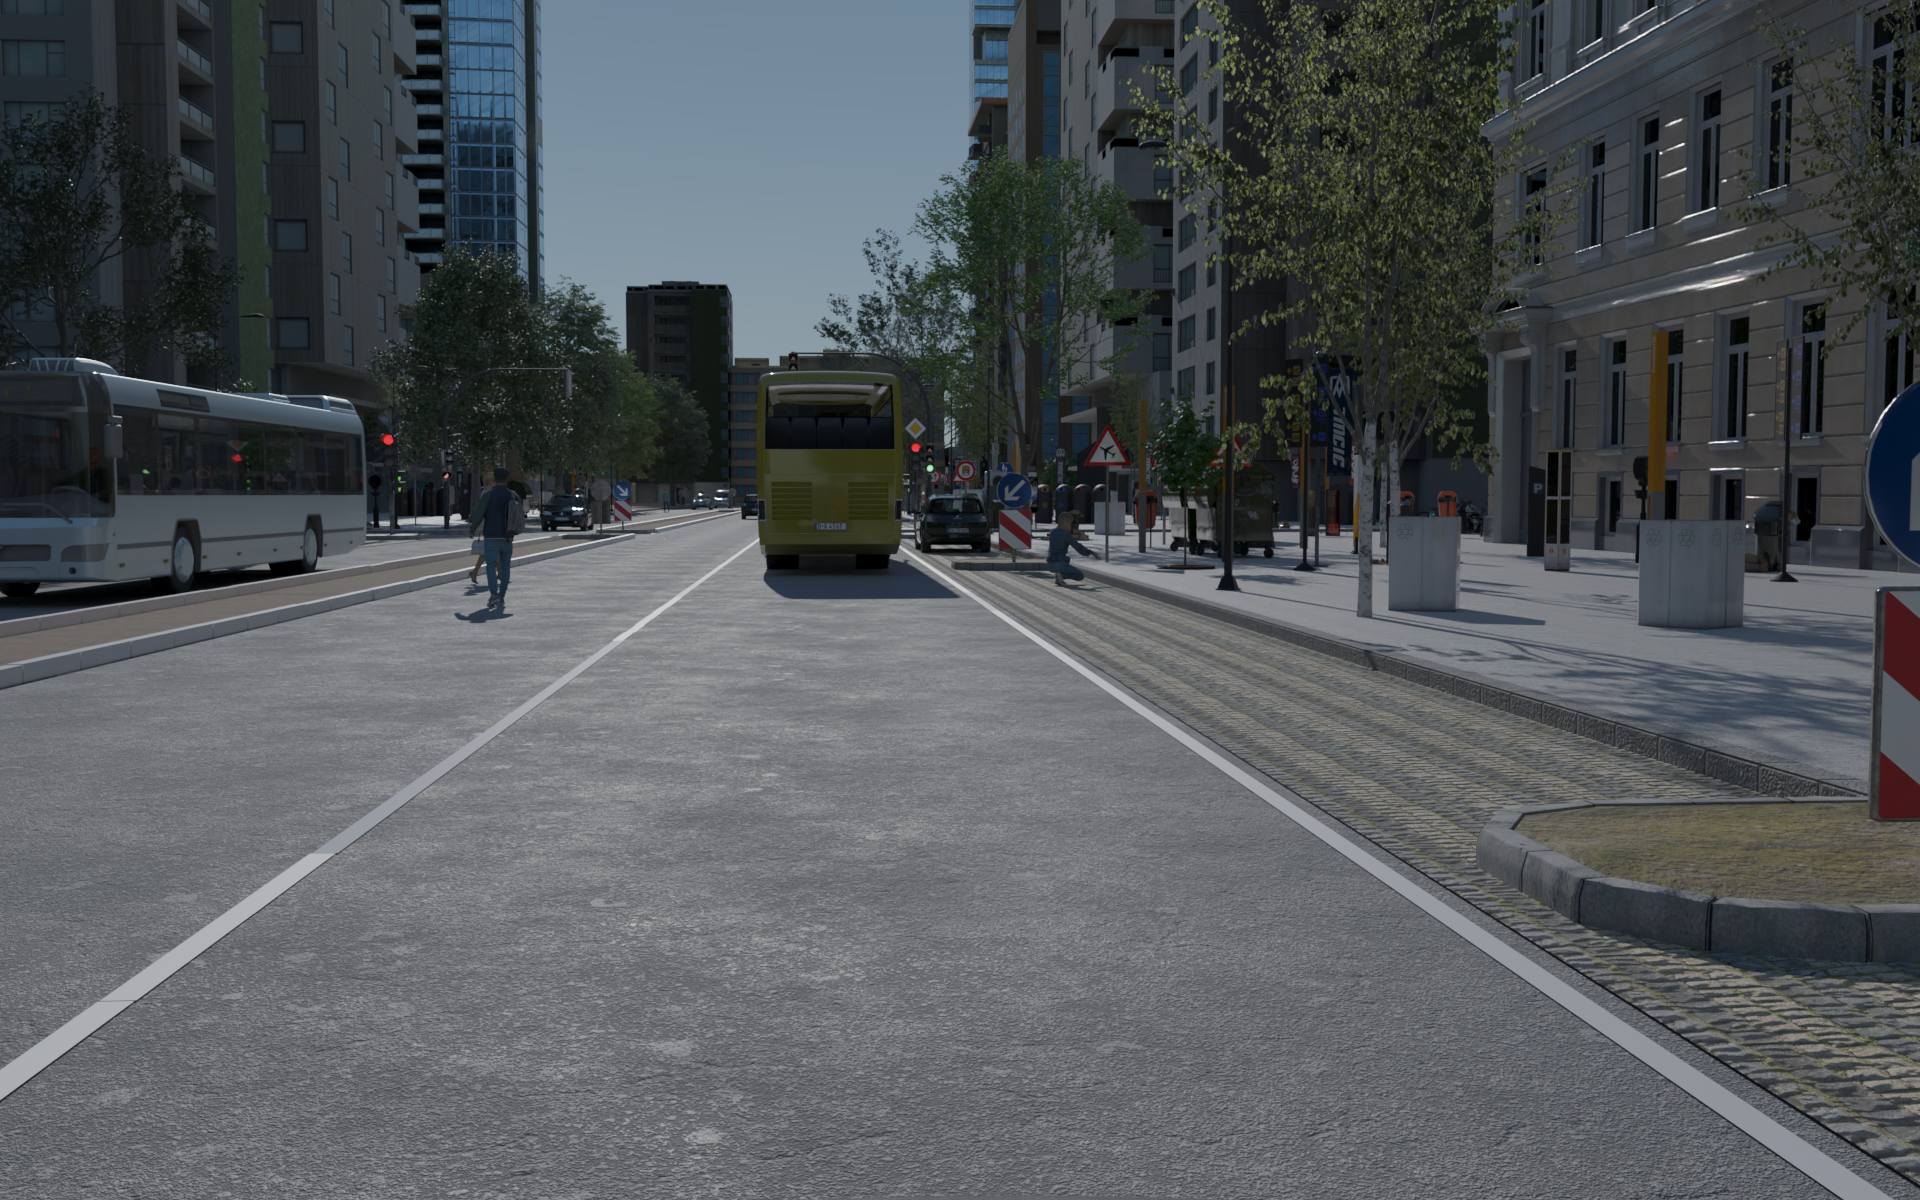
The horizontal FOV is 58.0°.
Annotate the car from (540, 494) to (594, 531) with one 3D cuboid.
[{"bbox_3d":[-15.464,-3.578,68.293,2.009,1.686,4.222,0,4,-6],"label":"car"}]

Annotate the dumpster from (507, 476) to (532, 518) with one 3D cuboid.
[{"bbox_3d":[-23.257,-5.382,90.491,1.502,2.255,1.985,0,4,-4],"label":"dumpster"}]

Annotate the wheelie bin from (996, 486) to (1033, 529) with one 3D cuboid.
[{"bbox_3d":[1.715,-2.770,53.195,0.980,1.594,0.693,-1,4,-9],"label":"wheelie bin"}]

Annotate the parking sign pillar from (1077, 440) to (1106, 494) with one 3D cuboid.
[{"bbox_3d":[5.941,-5.492,78.265,1.447,3.967,1.447,0,4,6],"label":"parking sign pillar"}]

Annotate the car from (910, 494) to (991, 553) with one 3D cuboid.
[{"bbox_3d":[-0.215,-2.061,43.483,2.009,1.686,4.222,0,4,-5],"label":"car"}]

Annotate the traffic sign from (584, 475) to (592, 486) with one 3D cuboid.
[{"bbox_3d":[-25.257,-7.165,117.252,0.768,2.556,0.104,0,4,3],"label":"traffic sign"}]

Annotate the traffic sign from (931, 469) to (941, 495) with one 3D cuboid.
[{"bbox_3d":[-1.360,-5.384,88.139,0.768,2.556,0.104,0,4,-4],"label":"traffic sign"}]

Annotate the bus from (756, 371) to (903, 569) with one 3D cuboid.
[{"bbox_3d":[-2.796,-2.716,35.948,2.896,3.916,12.252,0,4,-5],"label":"bus"}]

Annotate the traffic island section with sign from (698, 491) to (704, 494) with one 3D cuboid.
[{"bbox_3d":[-28.513,-11.173,191.307,1.989,1.847,2.006,0,4,-5],"label":"traffic island section with sign"}]

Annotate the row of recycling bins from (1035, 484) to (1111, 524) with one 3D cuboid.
[{"bbox_3d":[4.883,-4.162,75.163,3.534,1.692,1.069,2,4,25],"label":"row of recycling bins"}]

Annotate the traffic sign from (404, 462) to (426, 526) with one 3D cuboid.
[{"bbox_3d":[-21.941,-4.265,69.741,0.884,2.594,0.081,0,4,2],"label":"traffic sign"}]

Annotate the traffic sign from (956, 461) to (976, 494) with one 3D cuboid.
[{"bbox_3d":[0.225,-4.028,65.957,0.768,2.556,0.104,0,4,-2],"label":"traffic sign"}]

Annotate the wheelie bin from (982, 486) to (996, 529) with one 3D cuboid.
[{"bbox_3d":[1.246,-3.464,64.550,0.980,1.594,0.693,-2,4,-29],"label":"wheelie bin"}]

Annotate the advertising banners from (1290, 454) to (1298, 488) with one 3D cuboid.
[{"bbox_3d":[15.309,-4.842,75.357,2.074,3.025,0.090,2,4,29],"label":"advertising banners"}]

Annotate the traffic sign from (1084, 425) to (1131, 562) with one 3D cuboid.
[{"bbox_3d":[2.760,-1.986,32.483,0.884,2.594,0.081,0,4,-3],"label":"traffic sign"}]

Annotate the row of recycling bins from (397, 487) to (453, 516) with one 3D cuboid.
[{"bbox_3d":[-31.249,-5.713,100.528,3.534,1.692,1.069,-3,5,-40],"label":"row of recycling bins"}]

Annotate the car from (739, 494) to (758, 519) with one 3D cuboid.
[{"bbox_3d":[-11.662,-5.475,99.295,2.009,1.686,4.222,0,4,-6],"label":"car"}]

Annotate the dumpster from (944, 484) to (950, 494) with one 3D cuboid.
[{"bbox_3d":[-1.251,-6.351,106.336,1.502,2.255,1.985,0,4,-5],"label":"dumpster"}]

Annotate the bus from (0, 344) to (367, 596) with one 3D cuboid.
[{"bbox_3d":[-12.387,-1.974,27.130,2.948,3.499,13.247,0,4,-4],"label":"bus"}]

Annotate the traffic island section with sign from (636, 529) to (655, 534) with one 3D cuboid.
[{"bbox_3d":[-12.141,-3.339,62.735,2.006,1.907,1.989,0,4,-5],"label":"traffic island section with sign"}]

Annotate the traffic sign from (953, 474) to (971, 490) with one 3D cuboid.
[{"bbox_3d":[0.056,-4.686,76.613,0.884,2.594,0.081,0,4,-3],"label":"traffic sign"}]

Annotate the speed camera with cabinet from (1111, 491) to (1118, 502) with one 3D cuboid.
[{"bbox_3d":[6.949,-5.691,87.389,2.038,3.252,0.660,2,4,35],"label":"speed camera with cabinet"}]

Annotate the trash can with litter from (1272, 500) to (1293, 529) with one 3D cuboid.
[{"bbox_3d":[11.814,-3.246,64.465,1.055,1.170,0.624,-1,4,-16],"label":"trash can with litter"}]

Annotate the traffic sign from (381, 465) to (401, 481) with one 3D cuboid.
[{"bbox_3d":[-22.387,-4.164,68.181,0.768,2.556,0.104,0,4,-1],"label":"traffic sign"}]

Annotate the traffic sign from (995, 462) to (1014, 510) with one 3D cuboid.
[{"bbox_3d":[1.798,-4.262,69.782,0.768,2.556,0.104,0,4,3],"label":"traffic sign"}]

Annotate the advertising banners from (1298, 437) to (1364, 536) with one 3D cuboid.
[{"bbox_3d":[11.378,-3.469,52.901,2.074,3.025,0.090,-1,4,-15],"label":"advertising banners"}]

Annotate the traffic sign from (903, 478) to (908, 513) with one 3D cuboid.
[{"bbox_3d":[-3.680,-7.017,114.835,0.768,2.556,0.104,0,4,-2],"label":"traffic sign"}]

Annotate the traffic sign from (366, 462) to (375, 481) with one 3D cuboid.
[{"bbox_3d":[-23.203,-4.124,67.531,0.768,2.556,0.104,0,4,2],"label":"traffic sign"}]

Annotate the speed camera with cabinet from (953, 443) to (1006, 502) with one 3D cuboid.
[{"bbox_3d":[0.758,-4.430,66.763,2.038,3.252,0.660,-2,4,-27],"label":"speed camera with cabinet"}]

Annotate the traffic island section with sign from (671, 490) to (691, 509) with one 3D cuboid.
[{"bbox_3d":[-26.373,-9.530,164.437,1.989,1.847,2.006,0,4,-5],"label":"traffic island section with sign"}]

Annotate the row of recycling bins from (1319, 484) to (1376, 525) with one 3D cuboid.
[{"bbox_3d":[16.032,-3.978,72.154,1.069,1.692,3.534,-2,4,-25],"label":"row of recycling bins"}]

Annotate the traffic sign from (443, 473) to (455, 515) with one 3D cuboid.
[{"bbox_3d":[-25.261,-5.110,85.686,0.606,2.300,0.079,0,4,1],"label":"traffic sign"}]

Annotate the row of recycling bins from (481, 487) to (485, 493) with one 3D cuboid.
[{"bbox_3d":[-25.791,-5.488,96.847,1.069,1.692,3.534,1,4,19],"label":"row of recycling bins"}]

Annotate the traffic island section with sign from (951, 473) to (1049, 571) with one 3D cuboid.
[{"bbox_3d":[0.852,-1.496,33.094,1.989,1.847,2.006,0,4,-5],"label":"traffic island section with sign"}]

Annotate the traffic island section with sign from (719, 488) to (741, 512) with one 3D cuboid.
[{"bbox_3d":[-18.134,-7.920,137.635,2.006,1.907,1.989,0,4,-5],"label":"traffic island section with sign"}]

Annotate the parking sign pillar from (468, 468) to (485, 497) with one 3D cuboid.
[{"bbox_3d":[-37.791,-8.989,135.445,1.447,3.967,1.447,0,4,8],"label":"parking sign pillar"}]

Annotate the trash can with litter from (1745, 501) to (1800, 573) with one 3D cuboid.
[{"bbox_3d":[13.291,-1.046,28.482,1.055,1.170,0.624,-3,5,-41],"label":"trash can with litter"}]

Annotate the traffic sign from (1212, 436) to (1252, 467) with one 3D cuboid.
[{"bbox_3d":[5.221,-2.055,33.610,0.884,2.594,0.081,0,4,1],"label":"traffic sign"}]

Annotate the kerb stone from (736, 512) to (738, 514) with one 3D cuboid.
[{"bbox_3d":[-15.706,-6.007,120.414,0.120,0.150,1.000,0,4,-5],"label":"kerb stone"}]

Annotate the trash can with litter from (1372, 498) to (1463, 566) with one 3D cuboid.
[{"bbox_3d":[8.418,-1.261,31.682,2.233,1.210,1.678,-2,4,-24],"label":"trash can with litter"}]

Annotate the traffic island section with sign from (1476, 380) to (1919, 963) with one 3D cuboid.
[{"bbox_3d":[2.997,0.147,6.224,1.989,1.847,2.006,0,4,-5],"label":"traffic island section with sign"}]

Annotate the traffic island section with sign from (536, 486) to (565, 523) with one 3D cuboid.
[{"bbox_3d":[-20.194,-4.801,87.120,1.989,1.847,2.006,0,4,-5],"label":"traffic island section with sign"}]

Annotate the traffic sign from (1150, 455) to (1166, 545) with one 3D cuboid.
[{"bbox_3d":[5.186,-2.680,43.926,0.768,2.556,0.104,0,4,1],"label":"traffic sign"}]

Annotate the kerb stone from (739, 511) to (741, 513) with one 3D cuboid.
[{"bbox_3d":[-16.040,-6.258,124.508,0.120,0.150,1.000,0,4,-5],"label":"kerb stone"}]

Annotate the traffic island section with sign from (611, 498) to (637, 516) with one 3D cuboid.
[{"bbox_3d":[-22.332,-6.444,113.991,1.989,1.847,2.006,0,4,-5],"label":"traffic island section with sign"}]

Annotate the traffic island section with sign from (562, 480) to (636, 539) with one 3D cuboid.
[{"bbox_3d":[-11.561,-2.888,55.350,2.006,1.907,1.989,0,4,-5],"label":"traffic island section with sign"}]

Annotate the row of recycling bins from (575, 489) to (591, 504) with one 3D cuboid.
[{"bbox_3d":[-28.661,-7.619,131.676,1.069,1.692,3.534,-2,4,-29],"label":"row of recycling bins"}]

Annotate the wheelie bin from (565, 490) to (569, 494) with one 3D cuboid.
[{"bbox_3d":[-28.057,-7.015,122.605,0.980,1.594,0.693,-3,4,-39],"label":"wheelie bin"}]

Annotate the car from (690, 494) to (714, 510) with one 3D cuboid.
[{"bbox_3d":[-23.469,-8.929,157.787,2.131,1.459,4.920,0,4,-5],"label":"car"}]

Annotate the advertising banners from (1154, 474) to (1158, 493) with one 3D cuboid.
[{"bbox_3d":[10.048,-5.725,89.798,0.090,3.025,2.074,1,4,21],"label":"advertising banners"}]

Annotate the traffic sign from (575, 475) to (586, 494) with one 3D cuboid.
[{"bbox_3d":[-25.571,-7.124,116.591,0.768,2.556,0.104,0,4,-3],"label":"traffic sign"}]

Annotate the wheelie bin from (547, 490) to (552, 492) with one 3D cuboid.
[{"bbox_3d":[-30.088,-7.313,127.471,0.980,1.594,0.693,1,4,16],"label":"wheelie bin"}]

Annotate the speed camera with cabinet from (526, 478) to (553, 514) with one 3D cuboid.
[{"bbox_3d":[-27.642,-7.339,114.334,0.660,3.252,2.038,3,4,38],"label":"speed camera with cabinet"}]

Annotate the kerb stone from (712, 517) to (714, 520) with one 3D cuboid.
[{"bbox_3d":[-13.588,-4.383,93.880,0.120,0.150,1.000,0,4,-5],"label":"kerb stone"}]

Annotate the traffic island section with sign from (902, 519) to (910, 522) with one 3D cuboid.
[{"bbox_3d":[-3.601,-4.903,88.792,1.989,1.847,2.006,0,4,-5],"label":"traffic island section with sign"}]

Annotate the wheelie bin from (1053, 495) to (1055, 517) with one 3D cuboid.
[{"bbox_3d":[5.038,-5.539,98.471,0.693,1.594,0.980,0,4,7],"label":"wheelie bin"}]

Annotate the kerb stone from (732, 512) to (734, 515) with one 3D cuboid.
[{"bbox_3d":[-15.300,-5.690,115.314,0.120,0.150,1.000,0,4,-5],"label":"kerb stone"}]

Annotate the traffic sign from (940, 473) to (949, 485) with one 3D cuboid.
[{"bbox_3d":[-1.037,-6.355,104.004,0.768,2.556,0.104,0,4,3],"label":"traffic sign"}]
